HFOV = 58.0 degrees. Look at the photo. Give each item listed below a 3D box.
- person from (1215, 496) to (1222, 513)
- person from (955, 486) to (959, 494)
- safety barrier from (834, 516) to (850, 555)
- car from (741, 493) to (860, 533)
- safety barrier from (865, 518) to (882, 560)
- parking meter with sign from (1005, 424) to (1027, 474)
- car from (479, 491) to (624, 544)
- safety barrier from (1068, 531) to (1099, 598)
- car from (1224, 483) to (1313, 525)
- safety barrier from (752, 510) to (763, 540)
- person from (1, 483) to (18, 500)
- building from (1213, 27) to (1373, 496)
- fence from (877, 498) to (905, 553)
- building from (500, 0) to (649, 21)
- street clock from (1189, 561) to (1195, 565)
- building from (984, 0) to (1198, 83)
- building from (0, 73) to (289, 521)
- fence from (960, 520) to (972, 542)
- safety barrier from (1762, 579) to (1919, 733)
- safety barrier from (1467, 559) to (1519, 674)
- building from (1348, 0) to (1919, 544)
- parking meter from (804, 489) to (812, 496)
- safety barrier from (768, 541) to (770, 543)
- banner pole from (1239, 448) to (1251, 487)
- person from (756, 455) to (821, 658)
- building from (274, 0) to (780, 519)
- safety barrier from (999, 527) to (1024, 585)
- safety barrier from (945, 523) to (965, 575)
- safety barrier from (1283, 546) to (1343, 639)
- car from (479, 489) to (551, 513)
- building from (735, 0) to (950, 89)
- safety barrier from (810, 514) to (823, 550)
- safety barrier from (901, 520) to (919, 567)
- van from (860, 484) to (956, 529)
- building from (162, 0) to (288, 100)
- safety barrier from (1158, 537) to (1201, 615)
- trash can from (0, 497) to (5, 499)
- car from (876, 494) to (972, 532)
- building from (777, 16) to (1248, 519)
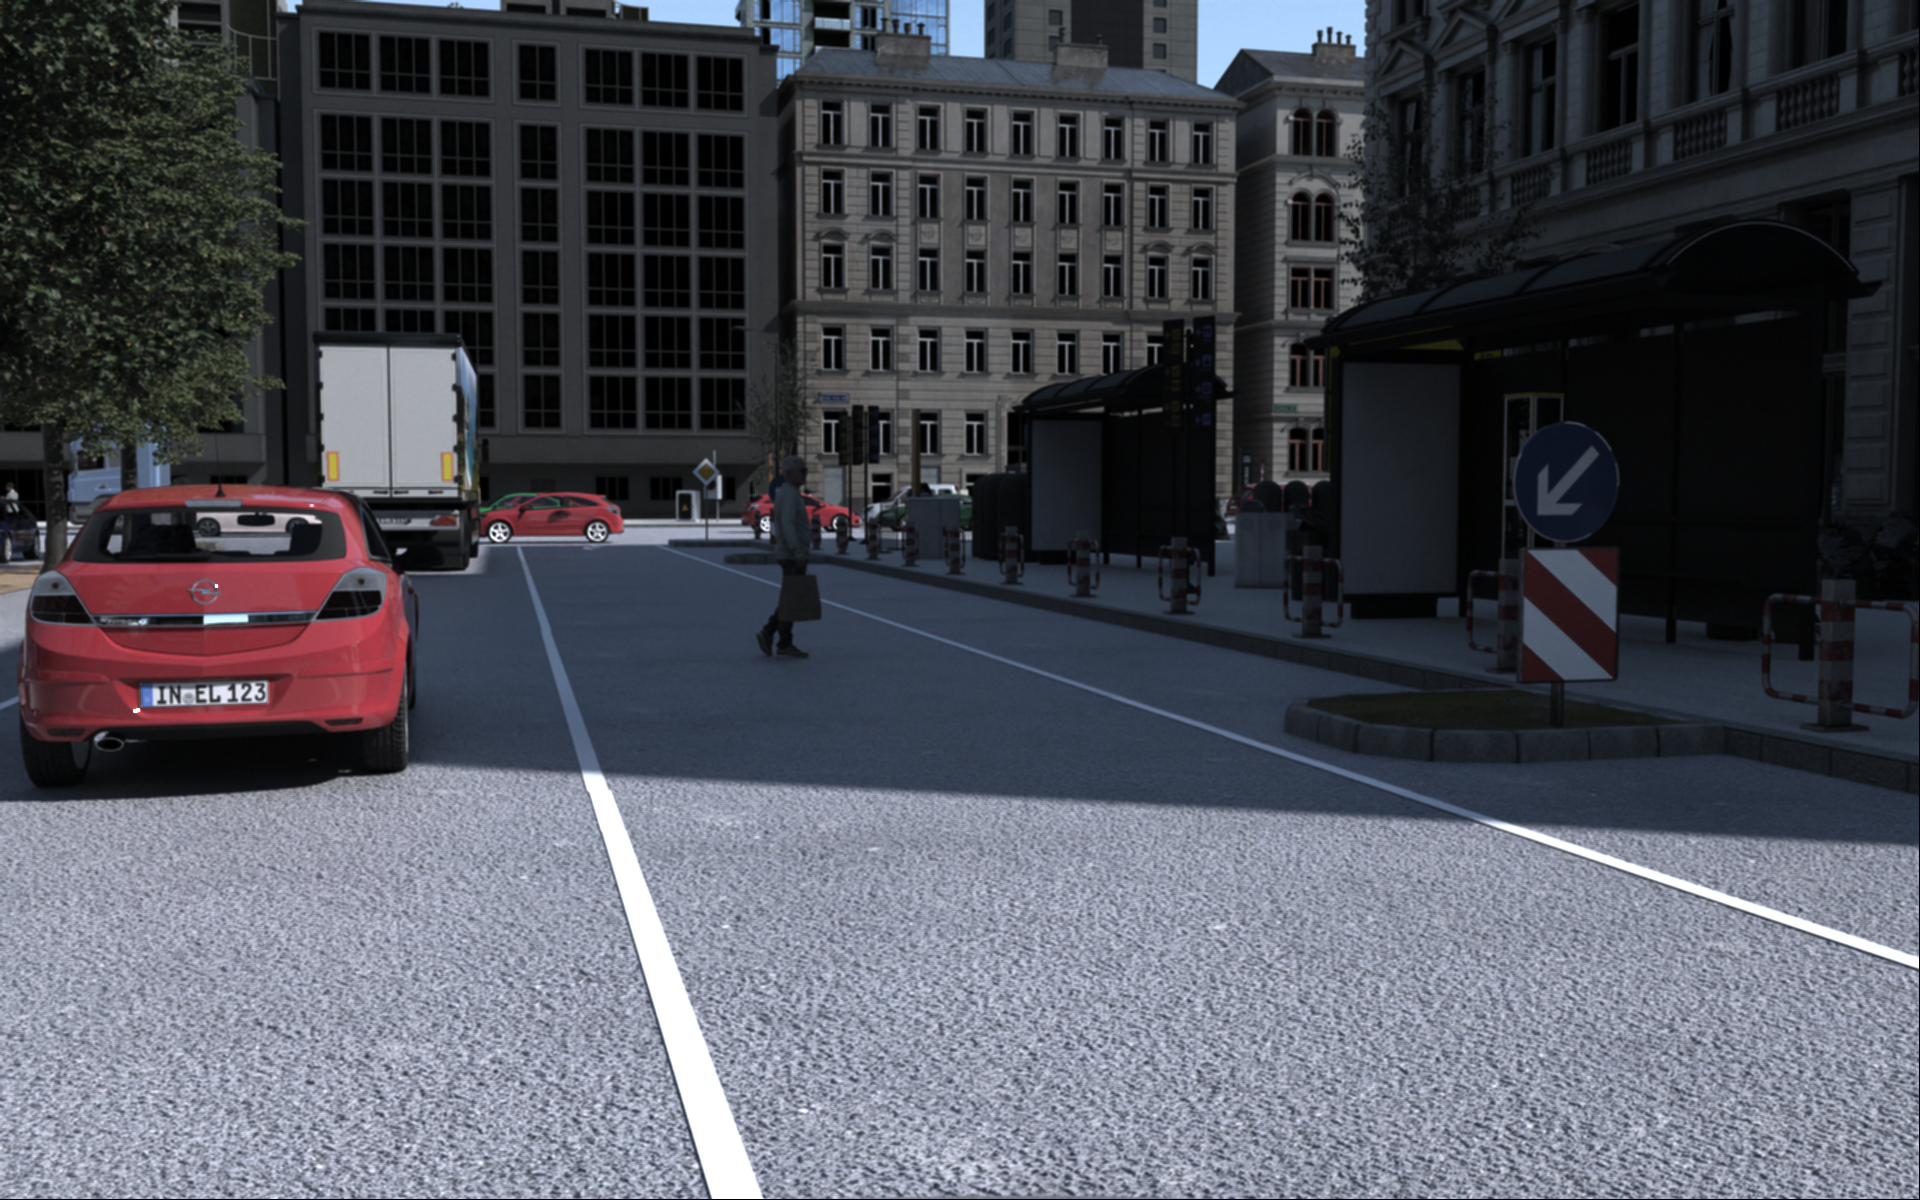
[{"bbox_3d":[11.788,-4.081,79.137,0.340,1.345,0.435,-3,4,-37],"label":"person"},{"bbox_3d":[-0.231,-4.142,76.555,0.374,1.781,0.599,-1,4,-13],"label":"person"},{"bbox_3d":[-2.501,-1.374,36.733,0.300,0.817,1.120,-1,4,-15],"label":"safety barrier"},{"bbox_3d":[-5.957,-3.427,65.069,4.494,1.783,2.155,-1,4,-16],"label":"car"},{"bbox_3d":[-1.691,-1.188,33.695,0.300,0.817,1.120,-1,4,-15],"label":"safety barrier"},{"bbox_3d":[1.424,-2.829,42.517,0.543,3.016,1.738,2,4,32],"label":"parking meter with sign"},{"bbox_3d":[-12.129,-2.550,50.728,4.494,1.783,2.155,-1,4,-13],"label":"car"},{"bbox_3d":[1.533,-0.444,21.543,0.300,0.817,1.120,-1,4,-15],"label":"safety barrier"},{"bbox_3d":[11.998,-3.214,61.223,5.304,1.827,2.281,-1,4,-15],"label":"car"},{"bbox_3d":[-5.719,-2.118,48.896,0.300,0.817,1.120,-1,4,-15],"label":"safety barrier"},{"bbox_3d":[-30.419,-2.860,55.447,0.466,1.800,0.511,-1,4,-15],"label":"person"},{"bbox_3d":[26.317,-19.328,103.408,23.554,28.519,14.401,-1,4,-15],"label":"building"},{"bbox_3d":[-1.574,-1.674,38.574,0.480,1.192,2.264,0,4,8],"label":"fence"},{"bbox_3d":[-54.987,-49.613,249.416,20.611,71.187,20.563,-1,4,-15],"label":"building"},{"bbox_3d":[4.124,-1.638,31.344,0.471,2.002,0.358,-2,4,-31],"label":"street clock"},{"bbox_3d":[13.057,-46.228,194.072,20.611,71.187,20.563,-1,4,-15],"label":"building"},{"bbox_3d":[-48.290,-16.198,83.904,30.058,24.678,14.314,-1,4,-15],"label":"building"},{"bbox_3d":[-0.322,-1.537,40.508,2.069,0.683,0.278,2,4,23],"label":"fence"},{"bbox_3d":[4.757,0.298,9.398,0.300,0.817,1.120,-1,4,-15],"label":"safety barrier"},{"bbox_3d":[3.950,0.113,12.428,0.300,0.817,1.120,-1,4,-15],"label":"safety barrier"},{"bbox_3d":[16.375,-12.429,32.093,11.050,23.489,19.941,-1,4,-15],"label":"building"},{"bbox_3d":[-7.711,-4.856,87.812,0.372,1.533,0.369,0,3,0],"label":"parking meter"},{"bbox_3d":[-4.918,-1.932,45.864,0.300,0.817,1.120,-1,4,-15],"label":"safety barrier"},{"bbox_3d":[15.426,-6.371,94.175,0.863,3.779,0.401,1,4,17],"label":"banner pole"},{"bbox_3d":[-1.493,-0.369,15.019,0.515,1.767,0.782,-1,4,-12],"label":"person"},{"bbox_3d":[-22.207,-18.190,90.911,24.014,27.812,14.314,-1,4,-15],"label":"building"},{"bbox_3d":[0.730,-0.630,24.574,0.300,0.817,1.120,-1,4,-15],"label":"safety barrier"},{"bbox_3d":[-0.081,-0.816,27.612,0.300,0.817,1.120,-1,4,-15],"label":"safety barrier"},{"bbox_3d":[3.146,-0.073,15.461,0.300,0.817,1.120,-1,4,-15],"label":"safety barrier"},{"bbox_3d":[-15.796,-3.228,61.577,4.718,1.807,1.959,-1,4,-16],"label":"car"},{"bbox_3d":[-13.144,-52.250,166.951,22.319,86.520,31.000,-1,4,-15],"label":"building"},{"bbox_3d":[-3.306,-1.559,39.767,0.300,0.817,1.120,-1,4,-15],"label":"safety barrier"},{"bbox_3d":[-0.886,-1.002,30.658,0.300,0.817,1.120,-1,4,-15],"label":"safety barrier"},{"bbox_3d":[-2.146,-4.037,73.019,4.112,2.044,2.013,-1,4,-13],"label":"van"},{"bbox_3d":[-103.262,-48.843,236.833,20.611,71.187,20.563,-1,4,-15],"label":"building"},{"bbox_3d":[2.339,-0.258,18.499,0.300,0.817,1.120,-1,4,-15],"label":"safety barrier"},{"bbox_3d":[-42.532,-3.992,76.917,0.748,1.137,0.748,0,3,0],"label":"trash can"},{"bbox_3d":[-0.824,-3.362,66.767,4.920,1.459,2.131,-1,4,-15],"label":"car"},{"bbox_3d":[1.890,-18.326,96.899,25.104,27.353,12.463,-1,4,-15],"label":"building"}]
